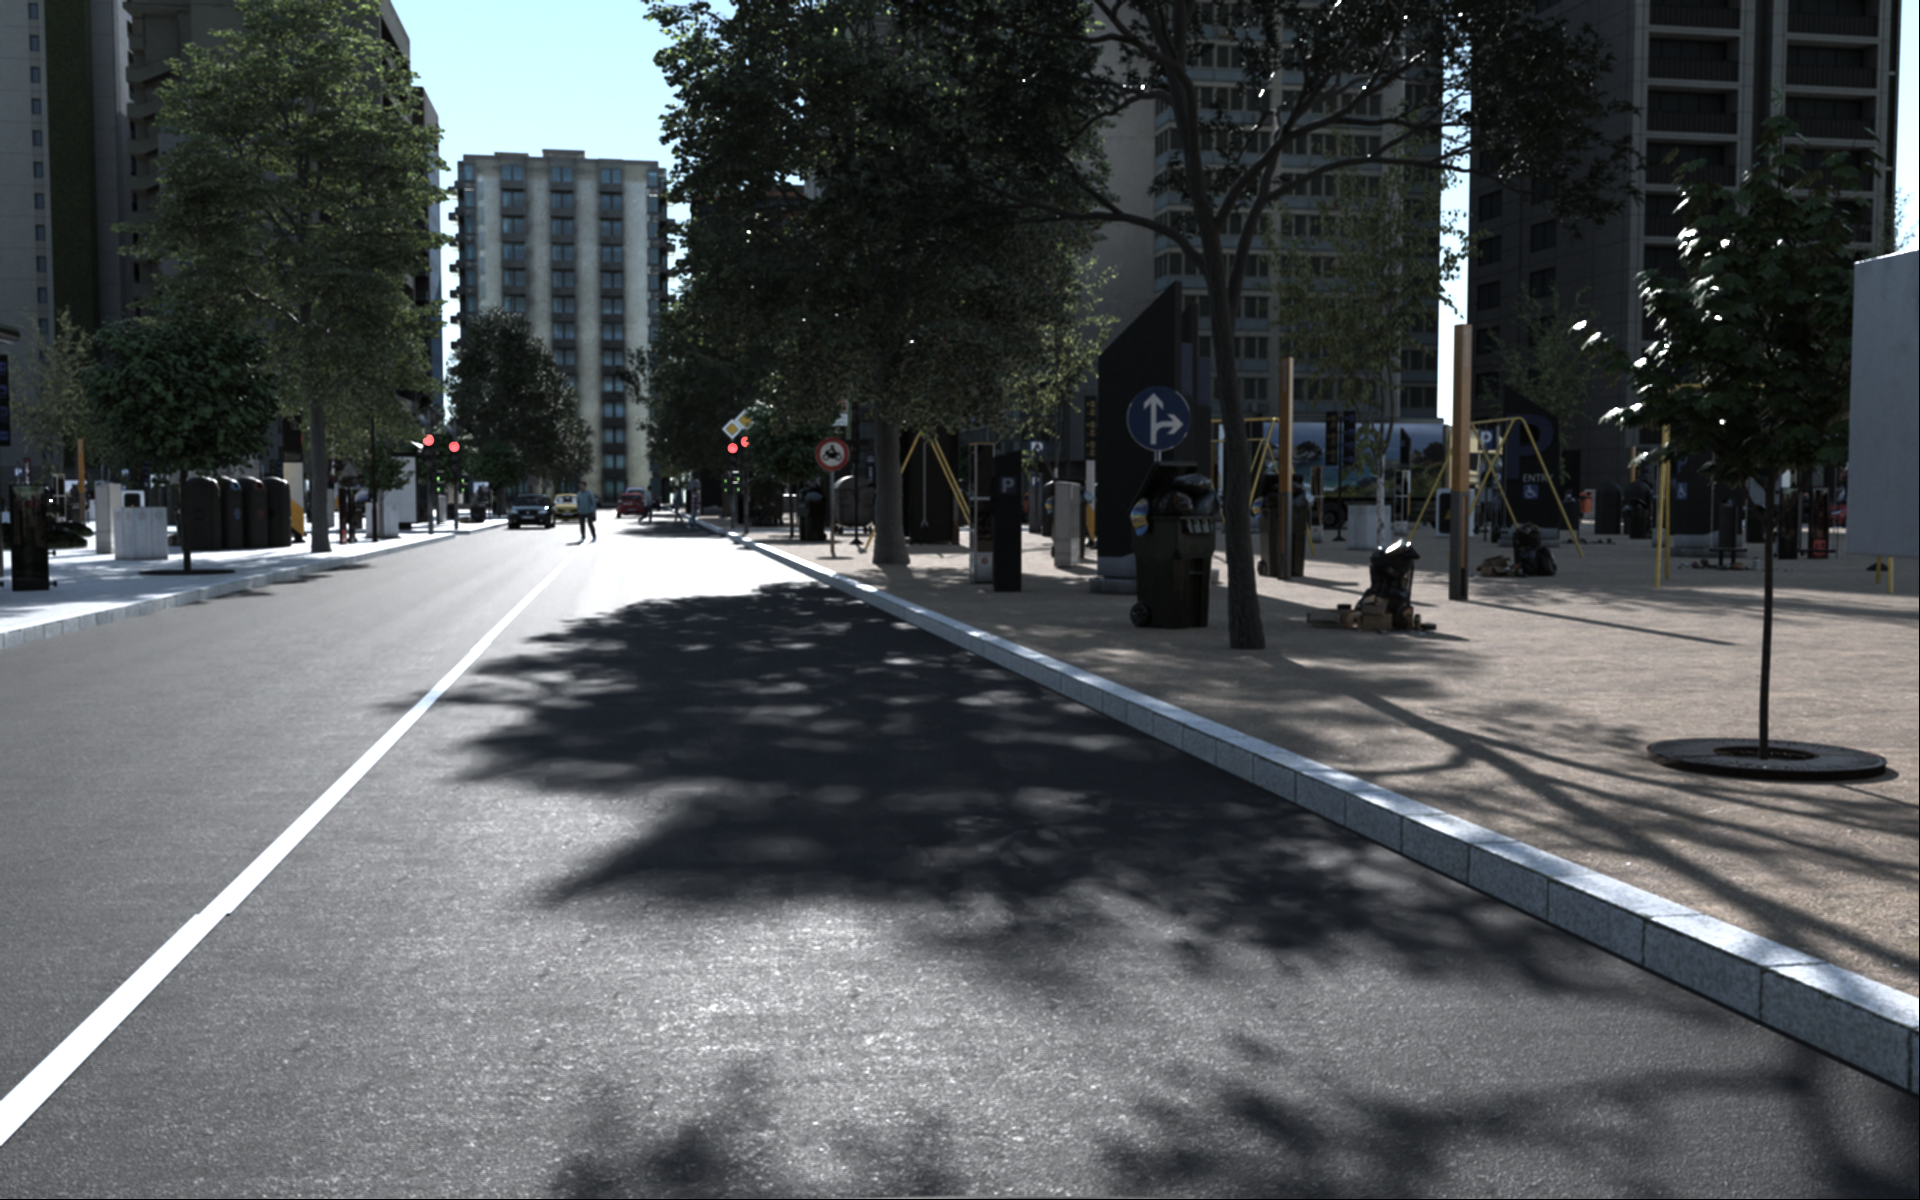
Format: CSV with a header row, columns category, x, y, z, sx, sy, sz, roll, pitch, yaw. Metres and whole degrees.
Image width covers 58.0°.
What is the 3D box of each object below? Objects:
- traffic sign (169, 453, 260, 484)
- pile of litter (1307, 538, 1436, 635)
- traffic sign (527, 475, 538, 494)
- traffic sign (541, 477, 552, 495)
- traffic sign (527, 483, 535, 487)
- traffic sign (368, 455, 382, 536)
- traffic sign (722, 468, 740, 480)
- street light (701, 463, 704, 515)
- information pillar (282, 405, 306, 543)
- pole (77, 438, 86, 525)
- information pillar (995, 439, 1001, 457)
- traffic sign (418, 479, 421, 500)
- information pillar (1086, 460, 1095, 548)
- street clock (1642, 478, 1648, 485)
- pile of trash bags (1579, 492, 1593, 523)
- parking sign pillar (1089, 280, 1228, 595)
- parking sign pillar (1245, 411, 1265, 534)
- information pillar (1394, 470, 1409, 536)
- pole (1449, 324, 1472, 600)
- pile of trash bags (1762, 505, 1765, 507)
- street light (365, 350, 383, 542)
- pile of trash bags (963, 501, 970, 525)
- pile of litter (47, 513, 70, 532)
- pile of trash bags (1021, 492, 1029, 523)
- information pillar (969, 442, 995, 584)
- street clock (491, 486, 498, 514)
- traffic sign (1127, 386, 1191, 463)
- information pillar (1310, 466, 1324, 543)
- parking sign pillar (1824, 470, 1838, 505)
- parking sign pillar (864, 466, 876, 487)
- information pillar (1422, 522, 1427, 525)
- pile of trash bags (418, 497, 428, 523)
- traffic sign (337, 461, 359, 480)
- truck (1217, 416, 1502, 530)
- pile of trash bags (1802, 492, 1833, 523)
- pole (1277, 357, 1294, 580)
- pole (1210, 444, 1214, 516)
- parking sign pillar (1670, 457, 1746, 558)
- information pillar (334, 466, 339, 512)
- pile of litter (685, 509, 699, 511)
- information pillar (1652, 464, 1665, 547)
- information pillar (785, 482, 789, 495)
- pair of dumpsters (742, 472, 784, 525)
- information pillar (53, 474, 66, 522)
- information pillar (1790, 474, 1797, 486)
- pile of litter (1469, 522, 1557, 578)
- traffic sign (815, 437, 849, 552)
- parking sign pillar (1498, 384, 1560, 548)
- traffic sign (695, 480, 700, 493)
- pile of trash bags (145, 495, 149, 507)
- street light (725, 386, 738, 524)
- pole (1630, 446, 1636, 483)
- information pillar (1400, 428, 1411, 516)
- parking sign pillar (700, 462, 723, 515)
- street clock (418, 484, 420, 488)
category,x,y,z,sx,sy,sz,roll,pitch,yaw
traffic sign,-19.025,-3.078,44.195,2.265,3.308,0.079,0,4,-3
pile of litter,3.941,-0.164,16.644,1.176,0.858,1.719,0,4,3
traffic sign,-28.819,-7.139,116.825,0.768,2.556,0.104,0,4,-5
traffic sign,-31.610,-8.094,132.334,0.884,2.594,0.081,0,4,-5
traffic sign,-33.290,-8.233,134.719,0.768,2.556,0.104,0,4,-2
traffic sign,-17.049,-3.106,50.892,0.768,2.556,0.104,0,4,-6
traffic sign,-8.801,-4.108,67.175,0.884,2.594,0.081,0,4,-3
street light,-15.763,-8.132,105.741,0.468,5.910,1.993,-1,4,-11
information pillar,-17.445,-3.302,45.350,0.504,3.616,0.183,-1,4,-9
pole,-32.213,-4.261,63.515,0.158,3.312,0.155,0,3,0
information pillar,1.537,-5.052,73.958,0.504,3.616,0.183,-1,4,-14
traffic sign,-26.889,-5.246,85.870,0.768,2.556,0.104,0,4,-2
information pillar,3.140,-3.075,41.626,0.183,3.616,0.504,-1,4,-13
street clock,31.171,-4.545,78.876,0.358,2.002,0.471,2,4,29
pile of trash bags,26.560,-4.075,76.373,3.447,1.369,1.912,-2,4,-27
parking sign pillar,2.412,-2.084,22.552,1.447,3.967,1.447,-3,5,-43
parking sign pillar,9.305,-4.178,56.788,1.447,3.967,1.447,2,4,24
information pillar,13.525,-2.972,53.087,0.304,2.012,0.304,-3,5,-42
pole,6.039,-1.654,20.890,0.158,3.312,0.155,0,3,0
pile of trash bags,34.566,-4.093,76.678,1.912,1.369,3.447,3,5,40
street light,-15.617,-4.482,46.063,0.468,5.910,1.993,-1,4,-11
pile of trash bags,-1.339,-3.805,71.957,3.447,1.369,1.912,0,4,-6
pile of litter,-23.316,-1.840,44.041,1.719,0.858,1.176,-2,4,-25
pile of trash bags,2.685,-4.050,75.963,1.912,1.369,3.447,-1,4,-10
information pillar,0.317,-1.238,24.739,0.304,2.012,0.304,-1,4,-15
street clock,-30.638,-6.693,113.993,0.358,2.002,0.471,2,4,30
traffic sign,2.335,-1.247,20.499,0.768,2.556,0.104,0,4,-7
information pillar,9.354,-2.502,45.404,0.304,2.012,0.304,1,4,21
parking sign pillar,40.908,-5.684,81.400,1.447,3.967,1.447,1,4,20
parking sign pillar,-6.361,-8.256,123.464,1.447,3.967,1.447,-2,4,-30
information pillar,19.047,-4.864,70.889,0.183,3.616,0.504,1,4,15
pile of trash bags,-24.690,-4.129,77.267,1.912,1.369,3.447,-1,4,-15
traffic sign,-23.840,-4.133,67.581,0.884,2.594,0.081,-1,4,-10
truck,15.302,-4.613,64.332,11.283,4.237,2.839,-1,4,-11
pile of trash bags,37.818,-4.067,76.246,1.912,1.369,3.447,0,4,-4
pole,4.872,-1.961,25.913,0.158,3.312,0.155,0,3,0
pole,10.184,-4.666,70.139,0.158,3.312,0.155,0,3,0
parking sign pillar,15.332,-2.870,35.393,1.447,3.967,1.447,-1,4,-13
information pillar,-44.213,-8.041,122.829,0.183,3.616,0.504,0,4,7
pile of litter,-20.438,-7.265,132.753,1.176,0.858,1.719,-1,4,-20
information pillar,16.910,-2.281,41.782,0.304,2.012,0.304,0,4,4
information pillar,-12.852,-8.418,128.993,0.183,3.616,0.504,-3,5,-41
pair of dumpsters,-8.193,-4.281,72.490,1.574,2.255,4.437,-1,4,-11
information pillar,-32.539,-3.553,62.585,0.304,2.012,0.304,3,4,36
information pillar,21.285,-2.452,44.583,0.304,2.012,0.304,-1,4,-14
pile of litter,8.654,-0.809,27.187,1.719,0.858,1.176,-2,4,-24
traffic sign,-2.849,-2.356,38.628,0.768,2.556,0.104,0,4,-7
parking sign pillar,13.838,-3.275,42.018,1.447,3.967,1.447,1,4,14
traffic sign,-17.976,-7.182,119.554,0.606,2.300,0.079,0,4,-6
pile of trash bags,-54.110,-6.422,114.758,3.447,1.369,1.912,0,4,-5
street light,-9.634,-6.134,73.074,0.468,5.910,1.993,-1,4,-11
pole,28.535,-4.873,73.512,0.158,3.312,0.155,0,3,0
information pillar,15.642,-4.253,60.890,0.183,3.616,0.504,-2,4,-25
parking sign pillar,-15.483,-7.308,107.965,1.447,3.967,1.447,1,4,9
street clock,-27.288,-5.024,86.716,0.471,2.002,0.358,2,4,33
